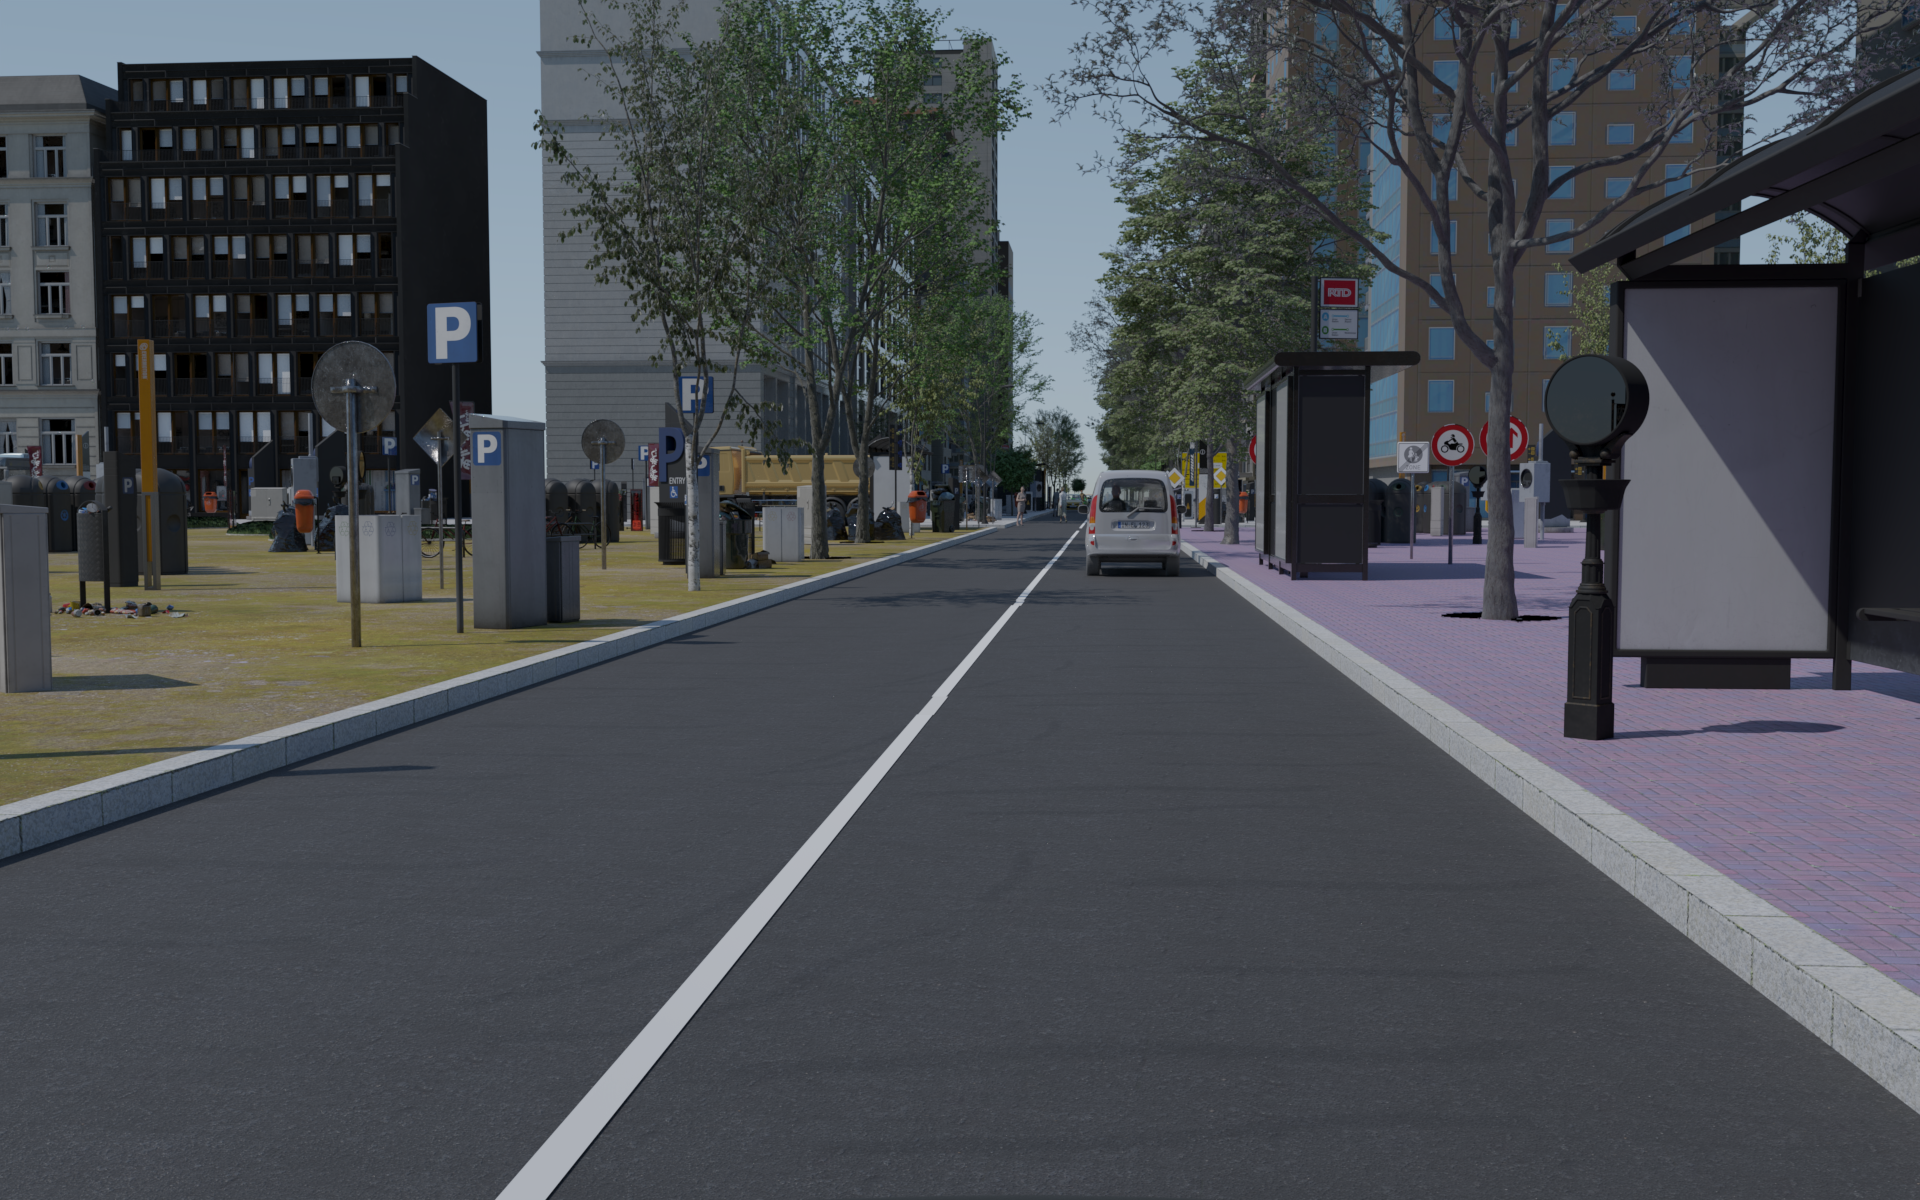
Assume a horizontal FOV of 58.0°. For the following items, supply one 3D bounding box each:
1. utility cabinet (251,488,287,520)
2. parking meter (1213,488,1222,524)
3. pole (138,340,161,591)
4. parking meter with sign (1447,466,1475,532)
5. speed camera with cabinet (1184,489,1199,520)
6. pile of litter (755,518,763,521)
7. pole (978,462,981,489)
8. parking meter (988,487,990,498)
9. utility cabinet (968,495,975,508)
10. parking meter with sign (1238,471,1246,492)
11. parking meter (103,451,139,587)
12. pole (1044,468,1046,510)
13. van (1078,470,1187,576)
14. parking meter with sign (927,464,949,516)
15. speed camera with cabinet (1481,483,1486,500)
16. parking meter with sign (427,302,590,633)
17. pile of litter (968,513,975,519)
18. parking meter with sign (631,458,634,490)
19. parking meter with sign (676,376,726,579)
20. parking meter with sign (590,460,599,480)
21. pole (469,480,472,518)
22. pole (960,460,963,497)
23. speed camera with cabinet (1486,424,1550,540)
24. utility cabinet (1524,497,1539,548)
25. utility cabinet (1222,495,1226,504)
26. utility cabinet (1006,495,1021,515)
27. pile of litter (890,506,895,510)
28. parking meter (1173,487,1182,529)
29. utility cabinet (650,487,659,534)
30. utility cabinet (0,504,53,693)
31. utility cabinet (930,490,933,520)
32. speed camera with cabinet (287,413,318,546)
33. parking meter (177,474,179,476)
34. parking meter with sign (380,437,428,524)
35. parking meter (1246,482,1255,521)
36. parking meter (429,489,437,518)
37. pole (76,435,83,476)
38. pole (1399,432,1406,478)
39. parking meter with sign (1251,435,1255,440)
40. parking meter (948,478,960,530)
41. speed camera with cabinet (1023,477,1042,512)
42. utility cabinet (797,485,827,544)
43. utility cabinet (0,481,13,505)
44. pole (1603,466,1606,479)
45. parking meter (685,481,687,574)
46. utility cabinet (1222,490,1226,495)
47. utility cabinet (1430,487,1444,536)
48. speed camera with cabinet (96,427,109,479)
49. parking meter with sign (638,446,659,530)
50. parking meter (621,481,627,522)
[{"bbox_3d":[-23.924,-3.137,59.970,1.173,1.500,0.318,1,4,9],"label":"utility cabinet"},{"bbox_3d":[10.878,-3.960,73.164,0.372,1.533,0.369,0,3,0],"label":"parking meter"},{"bbox_3d":[-10.773,-1.784,23.011,0.158,3.312,0.155,0,3,0],"label":"pole"},{"bbox_3d":[17.039,-3.844,59.113,0.543,3.016,1.738,-1,4,-11],"label":"parking meter with sign"},{"bbox_3d":[11.624,-5.706,87.637,0.660,3.252,2.038,3,5,40],"label":"speed camera with cabinet"},{"bbox_3d":[-9.290,-4.323,84.650,1.719,0.858,1.176,-1,4,-18],"label":"pile of litter"},{"bbox_3d":[1.224,-7.059,109.265,0.158,3.312,0.155,0,3,0],"label":"pole"},{"bbox_3d":[2.233,-7.412,126.893,0.255,1.863,0.399,3,5,40],"label":"parking meter"},{"bbox_3d":[1.034,-7.631,135.931,1.020,1.237,0.306,-3,5,-42],"label":"utility cabinet"},{"bbox_3d":[21.743,-8.217,130.602,1.738,3.016,0.543,2,4,26],"label":"parking meter with sign"},{"bbox_3d":[-11.601,-1.116,23.963,0.255,1.863,0.399,1,4,12],"label":"parking meter"},{"bbox_3d":[6.750,-8.812,137.921,0.158,3.312,0.155,0,3,0],"label":"pole"},{"bbox_3d":[3.157,-1.511,31.717,2.013,2.044,4.112,0,4,5],"label":"van"},{"bbox_3d":[-1.337,-6.434,101.454,0.543,3.016,1.738,-2,4,-34],"label":"parking meter with sign"},{"bbox_3d":[19.650,-4.144,62.086,2.038,3.252,0.660,-2,4,-25],"label":"speed camera with cabinet"},{"bbox_3d":[-4.316,-1.248,16.659,0.543,3.016,1.738,1,4,21],"label":"parking meter with sign"},{"bbox_3d":[0.825,-4.616,89.439,1.719,0.858,1.176,-2,4,-27],"label":"pile of litter"},{"bbox_3d":[-15.115,-5.396,84.480,1.738,3.016,0.543,0,4,-5],"label":"parking meter with sign"},{"bbox_3d":[-3.910,-1.850,26.510,0.543,3.016,1.738,0,4,0],"label":"parking meter with sign"},{"bbox_3d":[-18.256,-5.350,83.736,1.738,3.016,0.543,2,4,33],"label":"parking meter with sign"},{"bbox_3d":[-26.689,-6.158,94.527,0.158,3.312,0.155,0,3,0],"label":"pole"},{"bbox_3d":[0.070,-6.693,103.269,0.158,3.312,0.155,0,3,0],"label":"pole"},{"bbox_3d":[15.953,-3.365,49.355,0.660,3.252,2.038,-1,4,-17],"label":"speed camera with cabinet"},{"bbox_3d":[13.759,-1.869,41.727,0.306,1.237,1.020,1,4,20],"label":"utility cabinet"},{"bbox_3d":[12.419,-4.276,81.070,1.020,1.237,0.306,1,4,13],"label":"utility cabinet"},{"bbox_3d":[3.406,-5.929,108.097,1.020,1.237,0.306,1,4,14],"label":"utility cabinet"},{"bbox_3d":[-2.545,-2.825,60.160,1.176,0.858,1.719,-2,4,-28],"label":"pile of litter"},{"bbox_3d":[8.049,-3.419,64.314,0.372,1.533,0.369,0,3,0],"label":"parking meter"},{"bbox_3d":[-9.207,-2.783,54.174,1.173,1.500,0.318,3,5,43],"label":"utility cabinet"},{"bbox_3d":[-6.379,-0.025,11.567,0.306,1.237,1.020,-3,5,-44],"label":"utility cabinet"},{"bbox_3d":[-1.292,-4.613,84.094,0.318,1.500,1.173,0,4,-2],"label":"utility cabinet"},{"bbox_3d":[-16.374,-2.980,43.066,0.660,3.252,2.038,-2,4,-25],"label":"speed camera with cabinet"},{"bbox_3d":[-23.347,-2.789,51.316,0.399,1.863,0.255,-1,4,-16],"label":"parking meter"},{"bbox_3d":[-16.806,-3.450,52.675,1.738,3.016,0.543,2,4,33],"label":"parking meter with sign"},{"bbox_3d":[13.855,-4.706,82.653,0.399,1.863,0.255,-3,4,-36],"label":"parking meter"},{"bbox_3d":[-25.726,-4.656,84.543,0.372,1.533,0.369,0,3,0],"label":"parking meter"},{"bbox_3d":[-30.255,-4.019,59.560,0.158,3.312,0.155,0,3,0],"label":"pole"},{"bbox_3d":[14.548,-3.864,57.025,0.158,3.312,0.155,0,3,0],"label":"pole"},{"bbox_3d":[9.382,-3.342,50.910,0.543,3.016,1.738,-3,4,-38],"label":"parking meter with sign"},{"bbox_3d":[-0.209,-3.423,61.670,0.255,1.863,0.399,3,5,42],"label":"parking meter"},{"bbox_3d":[4.971,-7.852,122.721,0.660,3.252,2.038,3,5,40],"label":"speed camera with cabinet"},{"bbox_3d":[-3.759,-2.146,43.763,0.318,1.500,1.173,-2,4,-29],"label":"utility cabinet"},{"bbox_3d":[-15.974,-1.191,28.158,1.173,1.500,0.318,1,4,15],"label":"utility cabinet"},{"bbox_3d":[20.351,-3.728,54.799,0.158,3.312,0.155,0,3,0],"label":"pole"},{"bbox_3d":[-4.250,-1.196,27.967,0.372,1.533,0.369,0,3,0],"label":"parking meter"},{"bbox_3d":[12.872,-4.664,84.929,0.318,1.500,1.173,3,5,39],"label":"utility cabinet"},{"bbox_3d":[14.574,-2.706,52.921,0.318,1.500,1.173,1,4,20],"label":"utility cabinet"},{"bbox_3d":[-25.187,-3.425,50.340,0.660,3.252,2.038,1,4,21],"label":"speed camera with cabinet"},{"bbox_3d":[-11.139,-4.082,62.995,0.543,3.016,1.738,1,4,8],"label":"parking meter with sign"},{"bbox_3d":[-15.396,-4.507,79.392,0.255,1.863,0.399,-1,4,-12],"label":"parking meter"}]
